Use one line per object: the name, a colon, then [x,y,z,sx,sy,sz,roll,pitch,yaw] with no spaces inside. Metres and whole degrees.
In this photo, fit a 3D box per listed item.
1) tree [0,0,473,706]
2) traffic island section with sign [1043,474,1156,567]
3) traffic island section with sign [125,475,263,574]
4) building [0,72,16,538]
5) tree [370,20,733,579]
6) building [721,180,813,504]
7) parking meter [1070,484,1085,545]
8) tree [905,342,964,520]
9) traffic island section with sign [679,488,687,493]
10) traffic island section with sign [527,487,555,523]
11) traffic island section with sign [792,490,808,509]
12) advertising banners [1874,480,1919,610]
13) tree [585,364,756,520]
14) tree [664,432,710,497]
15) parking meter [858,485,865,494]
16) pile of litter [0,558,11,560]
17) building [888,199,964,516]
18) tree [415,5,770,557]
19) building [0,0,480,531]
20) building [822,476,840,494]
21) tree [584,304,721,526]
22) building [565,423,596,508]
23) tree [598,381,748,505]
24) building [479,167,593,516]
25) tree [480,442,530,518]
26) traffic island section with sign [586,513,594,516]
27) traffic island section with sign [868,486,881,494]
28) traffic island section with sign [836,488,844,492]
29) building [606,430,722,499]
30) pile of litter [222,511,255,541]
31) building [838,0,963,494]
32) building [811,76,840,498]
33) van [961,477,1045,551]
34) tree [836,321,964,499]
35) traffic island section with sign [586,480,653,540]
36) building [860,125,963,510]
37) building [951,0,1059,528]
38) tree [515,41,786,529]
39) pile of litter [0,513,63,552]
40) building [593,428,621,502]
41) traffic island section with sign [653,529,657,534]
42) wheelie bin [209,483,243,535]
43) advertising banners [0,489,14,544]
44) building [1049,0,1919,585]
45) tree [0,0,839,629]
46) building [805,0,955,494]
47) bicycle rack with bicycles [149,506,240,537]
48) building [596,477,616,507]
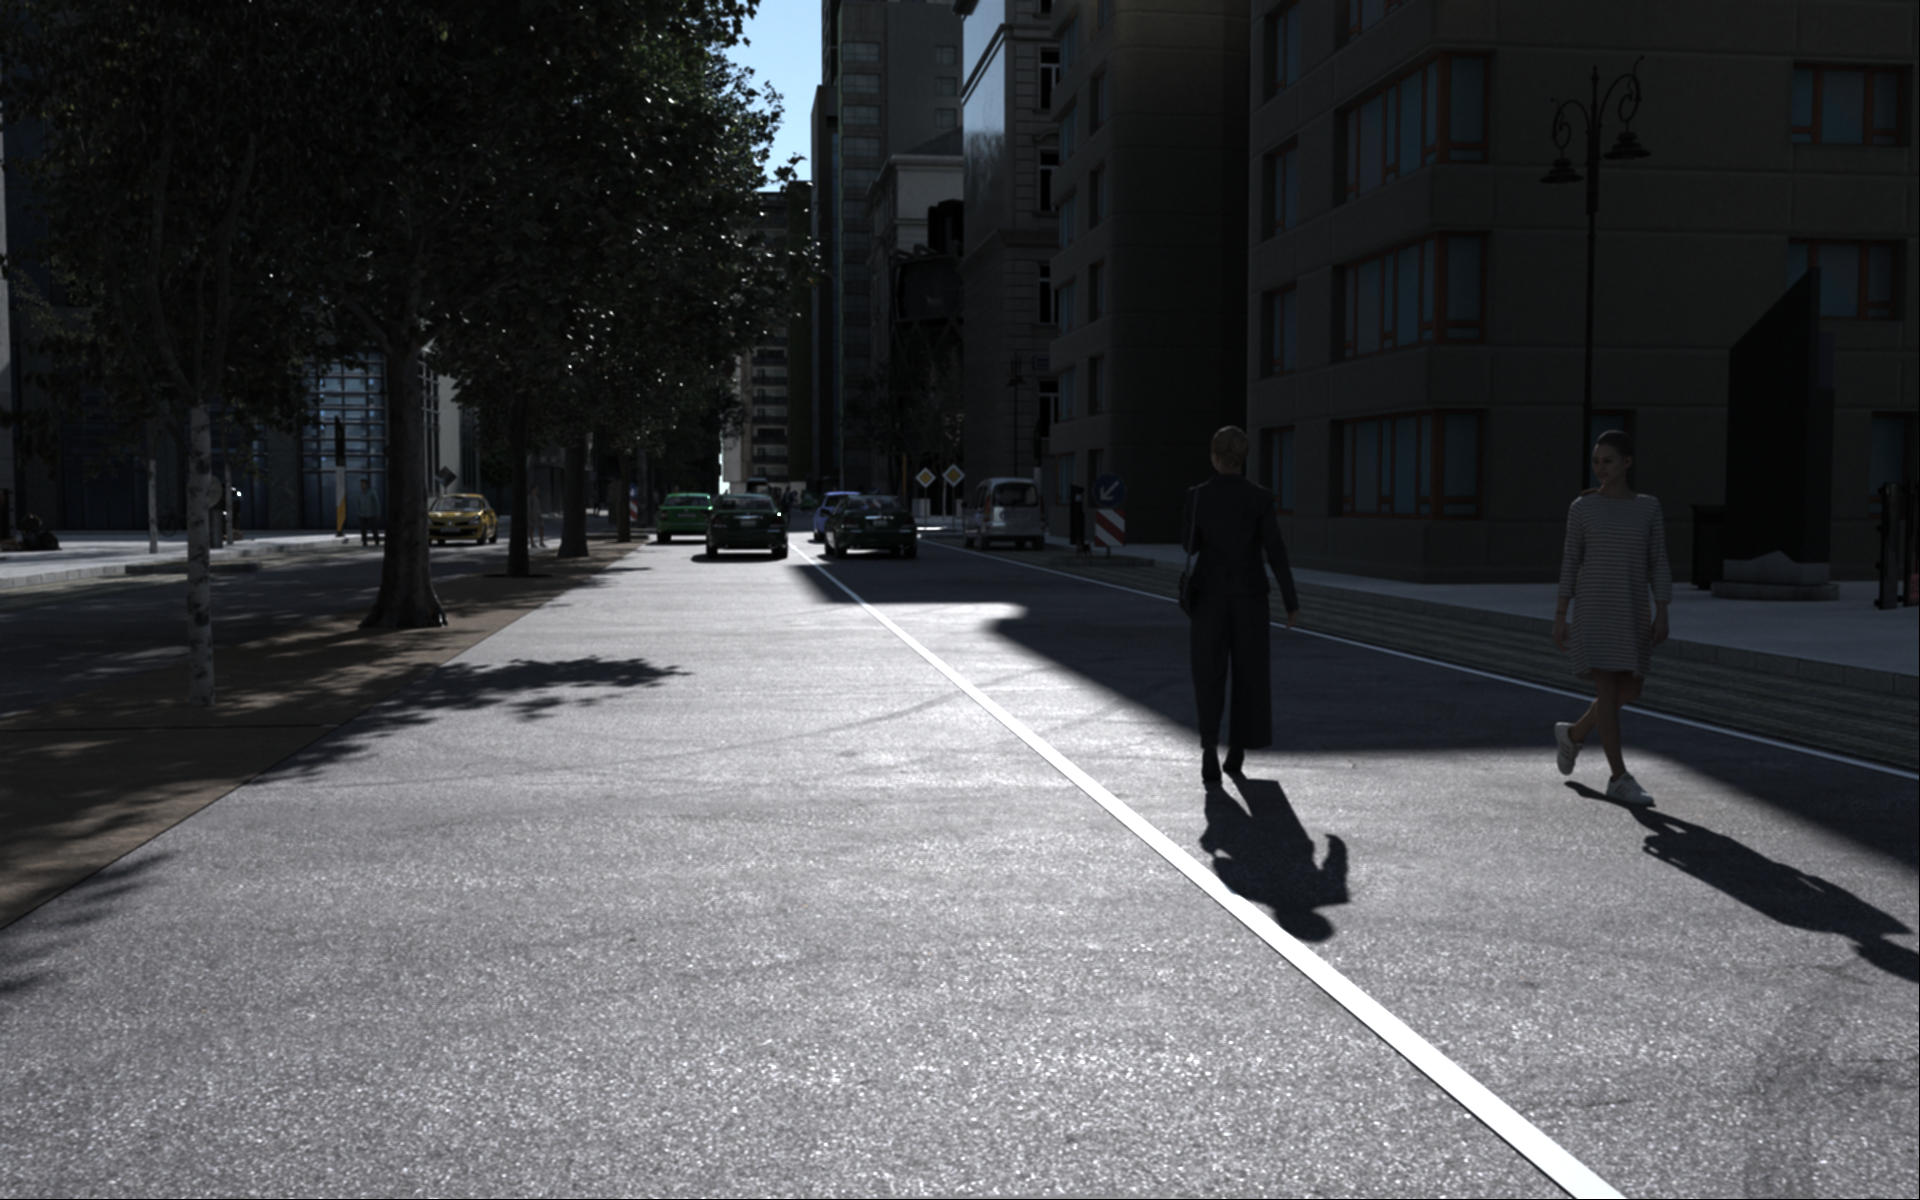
tree: [-5.159,-3.598,11.654,4.360,8.622,3.978,0,3,0]
traffic island section with sign: [2.723,-1.596,34.721,1.989,1.847,2.006,0,4,-8]
traffic island section with sign: [-14.032,-1.425,31.920,1.989,1.847,2.006,0,4,-8]
building: [-38.818,-30.384,38.781,28.212,58.520,21.231,0,4,-8]
tree: [-7.467,-6.184,29.314,9.928,11.665,9.643,0,3,0]
building: [-24.398,-33.276,227.663,14.086,41.232,14.154,0,4,-8]
parking meter: [2.970,-2.165,43.816,0.372,1.533,0.369,0,3,0]
tree: [-0.784,-8.220,84.754,4.360,8.622,3.978,0,3,0]
traffic island section with sign: [-21.923,-7.877,136.927,2.006,1.907,1.989,0,4,-8]
traffic island section with sign: [-21.471,-4.808,87.238,1.989,1.847,2.006,0,4,-8]
traffic island section with sign: [-14.857,-9.589,165.411,1.989,1.847,2.006,0,4,-8]
advertising banners: [10.883,-1.440,19.725,2.074,3.025,0.090,-3,5,-43]
tree: [-16.280,-11.128,94.766,12.009,13.543,11.850,0,3,0]
tree: [-18.453,-9.841,113.712,4.737,8.622,4.395,0,3,0]
parking meter: [-6.552,-6.705,115.336,0.399,1.863,0.255,-1,4,-18]
pile of litter: [-19.385,-1.198,33.558,1.719,0.858,1.176,-1,4,-21]
building: [3.882,-14.685,107.554,16.820,18.784,16.811,0,4,-8]
tree: [-8.830,-7.952,39.123,9.857,13.997,8.962,0,3,0]
building: [-32.443,-46.486,72.713,22.319,86.520,31.000,0,4,-8]
building: [2.904,-29.195,169.224,32.217,40.220,23.993,0,4,-8]
tree: [-13.986,-9.593,77.429,7.486,12.596,7.792,0,3,0]
building: [-46.625,-18.601,149.165,27.650,21.520,28.899,0,4,-8]
tree: [-14.606,-9.066,85.104,8.767,10.594,7.601,0,4,-8]
building: [-36.806,-30.133,112.275,23.786,49.044,30.456,0,4,-8]
tree: [-25.061,-6.733,93.799,4.285,4.588,4.351,0,3,0]
traffic island section with sign: [-25.062,-6.442,113.954,1.989,1.847,2.006,0,4,-8]
traffic island section with sign: [-4.541,-4.896,88.676,1.989,1.847,2.006,0,4,-8]
traffic island section with sign: [-8.126,-6.530,115.393,1.989,1.847,2.006,0,4,-8]
building: [-42.633,-37.031,229.163,21.600,48.544,21.300,0,4,-8]
pile of litter: [-20.224,-2.053,47.538,1.719,0.858,1.176,-2,4,-29]
building: [-3.478,-28.435,148.505,14.154,41.232,14.086,0,4,-8]
building: [-8.769,-32.856,187.306,14.600,45.320,14.200,0,4,-8]
van: [1.102,-2.325,45.030,2.013,2.044,4.112,0,4,-8]
tree: [-2.500,-9.769,94.134,8.767,10.594,7.601,-1,4,-9]
traffic island section with sign: [-10.924,-2.873,55.115,2.006,1.907,1.989,0,4,-8]
building: [0.425,-20.840,128.129,14.401,28.519,23.554,0,4,-8]
building: [12.868,-16.788,71.750,25.104,27.353,12.463,0,4,-8]
tree: [-13.590,-12.762,67.005,12.611,20.169,13.585,0,3,0]
pile of litter: [-21.161,-1.539,39.125,1.719,0.858,1.176,-3,5,-42]
building: [-53.705,-33.268,198.551,28.867,44.769,22.147,0,4,-8]
traffic island section with sign: [-11.902,-3.322,62.457,2.006,1.907,1.989,0,4,-8]
wheelie bin: [-20.825,-2.525,49.194,0.693,1.594,0.980,3,5,42]
advertising banners: [-23.434,-2.751,41.163,2.074,3.025,0.090,1,4,13]
building: [18.361,-11.926,40.027,27.650,21.520,28.899,0,4,-8]
tree: [-6.015,-6.060,18.551,9.611,12.733,9.660,0,3,0]
building: [-7.645,-46.847,204.195,20.563,71.187,20.611,0,4,-8]
bicycle rack with bicycles: [-22.873,-2.379,52.279,2.852,0.926,2.925,1,4,15]
building: [-51.677,-29.524,174.599,32.217,40.220,23.993,0,4,-8]
